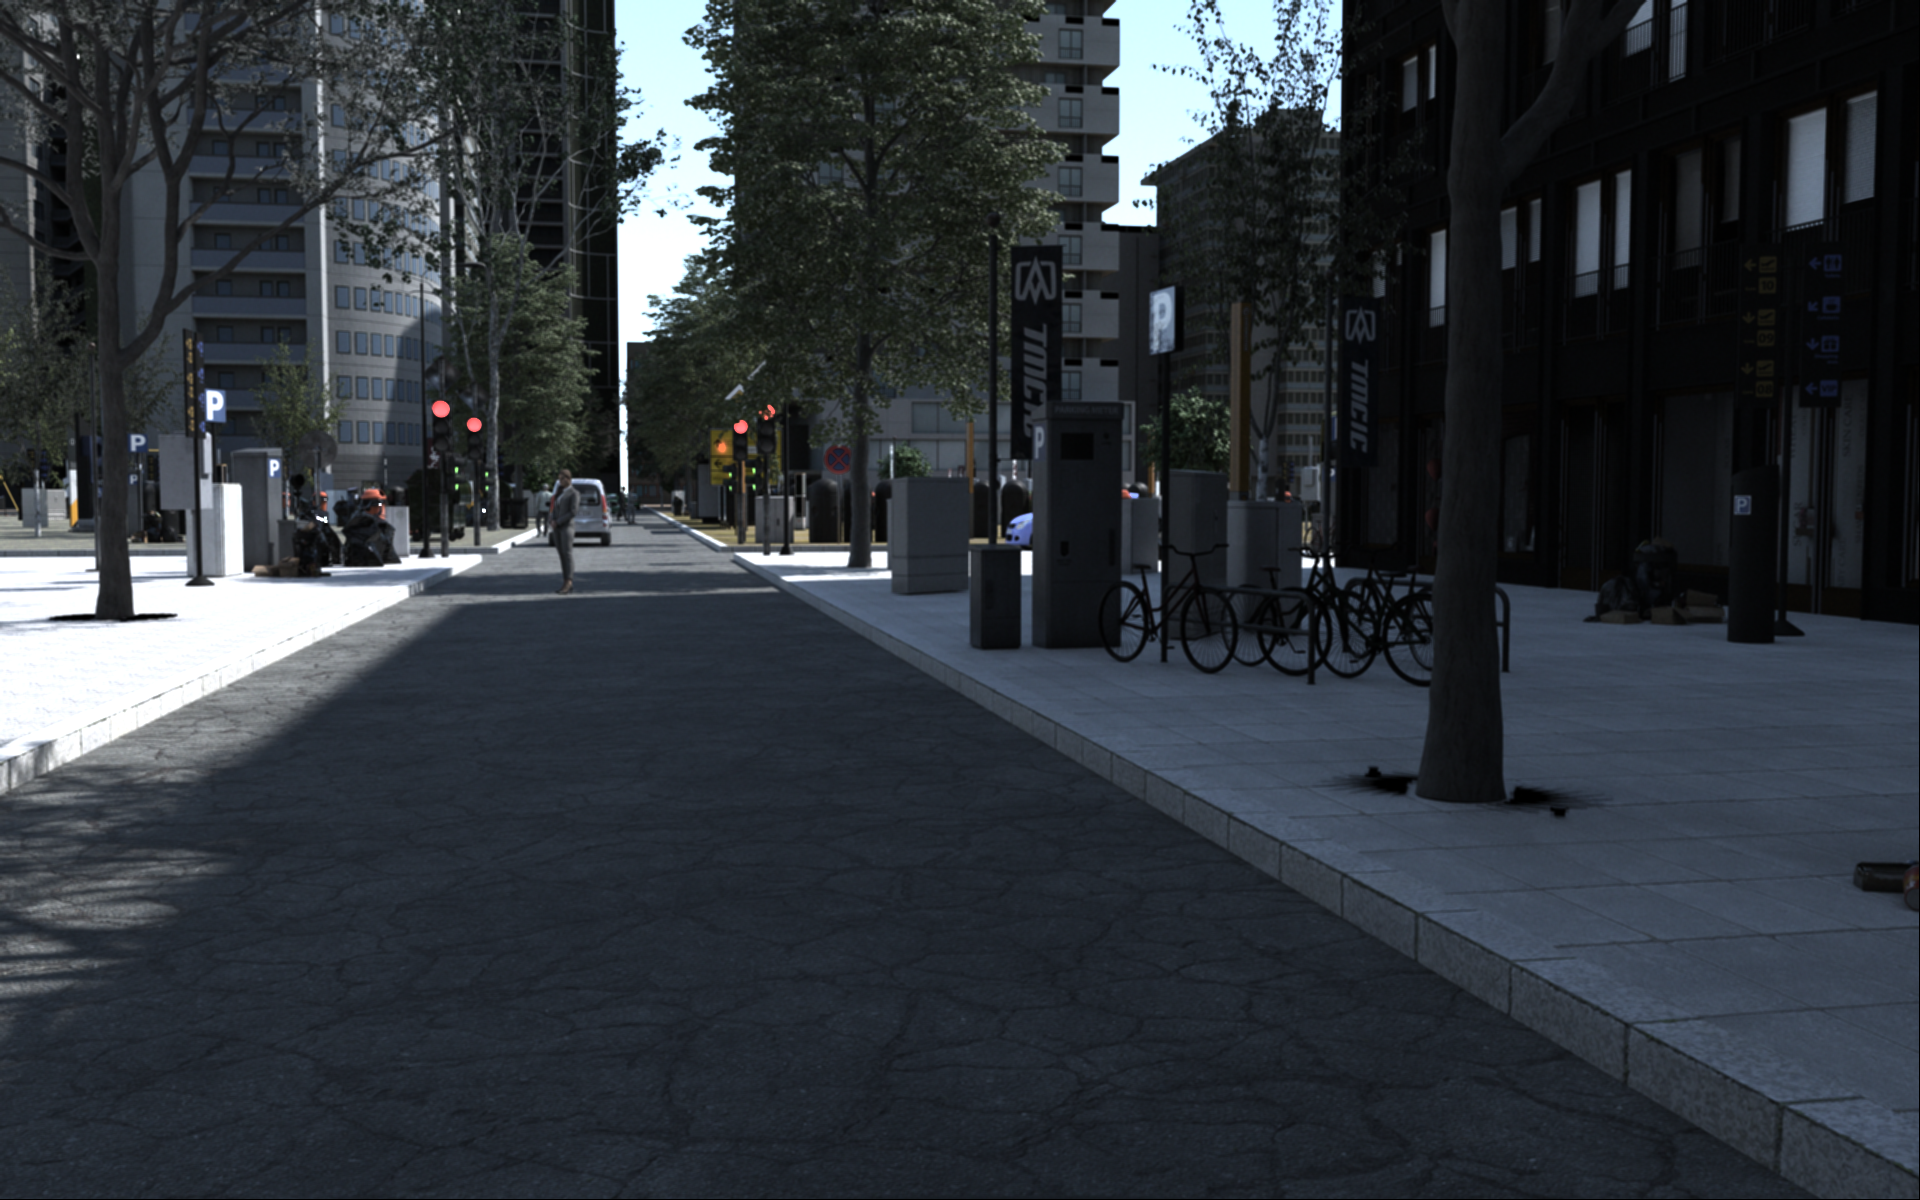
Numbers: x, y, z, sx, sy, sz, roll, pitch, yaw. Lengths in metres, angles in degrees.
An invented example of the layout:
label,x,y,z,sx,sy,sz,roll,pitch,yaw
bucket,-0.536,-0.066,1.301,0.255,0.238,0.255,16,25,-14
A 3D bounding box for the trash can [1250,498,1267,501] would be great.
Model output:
label,x,y,z,sx,sy,sz,roll,pitch,yaw
trash can,9.847,-2.817,57.715,0.748,1.137,0.748,0,3,0

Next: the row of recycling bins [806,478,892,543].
label,x,y,z,sx,sy,sz,roll,pitch,yaw
row of recycling bins,-2.287,-2.391,46.207,3.534,1.692,1.069,-2,4,-24

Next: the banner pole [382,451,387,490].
label,x,y,z,sx,sy,sz,roll,pitch,yaw
banner pole,-33.716,-6.825,101.601,0.401,3.779,0.863,0,4,-3

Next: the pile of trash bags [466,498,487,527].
label,x,y,z,sx,sy,sz,roll,pitch,yaw
pile of trash bags,-19.984,-3.591,68.472,3.447,1.369,1.912,1,4,21

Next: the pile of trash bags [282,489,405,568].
label,x,y,z,sx,sy,sz,roll,pitch,yaw
pile of trash bags,-11.169,-1.345,31.741,1.912,1.369,3.447,0,4,-3

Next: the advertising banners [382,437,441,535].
label,x,y,z,sx,sy,sz,roll,pitch,yaw
advertising banners,-16.978,-3.511,53.601,2.074,3.025,0.090,0,4,2

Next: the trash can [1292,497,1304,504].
label,x,y,z,sx,sy,sz,roll,pitch,yaw
trash can,19.036,-5.252,97.529,0.748,1.137,0.748,0,3,0

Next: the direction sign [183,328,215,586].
label,x,y,z,sx,sy,sz,roll,pitch,yaw
direction sign,-10.661,-1.969,24.189,0.379,3.537,0.876,-1,4,-9

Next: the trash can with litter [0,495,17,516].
label,x,y,z,sx,sy,sz,roll,pitch,yaw
trash can with litter,-55.868,-5.543,101.691,1.678,1.210,2.233,3,4,37

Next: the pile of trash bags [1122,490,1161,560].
label,x,y,z,sx,sy,sz,roll,pitch,yaw
pile of trash bags,3.240,-1.536,34.872,1.912,1.369,3.447,0,4,4

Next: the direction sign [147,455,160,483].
label,x,y,z,sx,sy,sz,roll,pitch,yaw
direction sign,-47.106,-6.695,101.453,0.876,3.537,0.379,0,4,-4

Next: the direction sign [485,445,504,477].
label,x,y,z,sx,sy,sz,roll,pitch,yaw
direction sign,-21.614,-5.414,80.520,0.876,3.537,0.379,0,4,6

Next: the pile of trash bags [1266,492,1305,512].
label,x,y,z,sx,sy,sz,roll,pitch,yaw
pile of trash bags,16.647,-4.623,85.344,3.447,1.369,1.912,0,3,0

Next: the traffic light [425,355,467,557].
label,x,y,z,sx,sy,sz,roll,pitch,yaw
traffic light,-10.413,-2.816,34.971,0.839,4.253,0.868,-1,4,-11

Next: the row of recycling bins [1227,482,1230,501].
label,x,y,z,sx,sy,sz,roll,pitch,yaw
row of recycling bins,8.980,-3.400,62.698,1.069,1.692,3.534,-2,4,-25

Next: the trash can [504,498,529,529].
label,x,y,z,sx,sy,sz,roll,pitch,yaw
trash can,-16.117,-3.162,63.345,0.748,1.137,0.748,0,3,0

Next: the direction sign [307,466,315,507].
label,x,y,z,sx,sy,sz,roll,pitch,yaw
direction sign,-31.424,-5.631,84.070,0.379,3.537,0.876,1,4,10

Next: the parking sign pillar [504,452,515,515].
label,x,y,z,sx,sy,sz,roll,pitch,yaw
parking sign pillar,-28.089,-7.232,106.718,1.447,3.967,1.447,-1,4,-18

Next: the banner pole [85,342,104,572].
label,x,y,z,sx,sy,sz,roll,pitch,yaw
banner pole,-14.288,-2.380,28.929,0.401,3.779,0.863,1,4,13

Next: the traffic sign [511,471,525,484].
label,x,y,z,sx,sy,sz,roll,pitch,yaw
traffic sign,-23.918,-5.730,93.784,0.768,2.556,0.104,0,4,-5

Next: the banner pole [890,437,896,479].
label,x,y,z,sx,sy,sz,roll,pitch,yaw
banner pole,-2.913,-5.211,75.218,0.401,3.779,0.863,1,4,16

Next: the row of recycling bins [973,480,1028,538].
label,x,y,z,sx,sy,sz,roll,pitch,yaw
row of recycling bins,1.194,-2.692,51.123,3.534,1.692,1.069,0,4,4

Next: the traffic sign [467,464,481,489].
label,x,y,z,sx,sy,sz,roll,pitch,yaw
traffic sign,-19.709,-4.333,70.852,0.884,2.594,0.081,0,4,-8

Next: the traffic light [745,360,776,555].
label,x,y,z,sx,sy,sz,roll,pitch,yaw
traffic light,-4.074,-2.893,36.221,0.839,4.253,0.868,-1,4,-11

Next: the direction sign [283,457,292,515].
label,x,y,z,sx,sy,sz,roll,pitch,yaw
direction sign,-40.968,-6.946,105.557,0.379,3.537,0.876,1,4,8

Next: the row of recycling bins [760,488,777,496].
label,x,y,z,sx,sy,sz,roll,pitch,yaw
row of recycling bins,-10.888,-6.133,107.383,3.534,1.692,1.069,1,4,19

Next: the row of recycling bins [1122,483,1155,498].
label,x,y,z,sx,sy,sz,roll,pitch,yaw
row of recycling bins,5.852,-3.440,63.351,1.069,1.692,3.534,-1,4,-22

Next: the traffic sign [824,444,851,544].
label,x,y,z,sx,sy,sz,roll,pitch,yaw
traffic sign,-3.118,-2.720,44.570,0.768,2.556,0.104,-1,4,-8

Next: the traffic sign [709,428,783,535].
label,x,y,z,sx,sy,sz,roll,pitch,yaw
traffic sign,-6.650,-3.669,53.866,2.265,3.308,0.079,-1,4,-9

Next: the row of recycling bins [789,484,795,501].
label,x,y,z,sx,sy,sz,roll,pitch,yaw
row of recycling bins,-5.528,-3.889,70.692,3.534,1.692,1.069,2,4,28

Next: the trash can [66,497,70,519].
label,x,y,z,sx,sy,sz,roll,pitch,yaw
trash can,-46.635,-4.802,90.169,0.748,1.137,0.748,0,3,0

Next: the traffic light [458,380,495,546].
label,x,y,z,sx,sy,sz,roll,pitch,yaw
traffic light,-11.945,-3.296,42.808,0.839,4.253,0.868,-1,4,-11

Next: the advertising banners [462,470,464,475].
label,x,y,z,sx,sy,sz,roll,pitch,yaw
advertising banners,-32.782,-7.123,112.652,2.074,3.025,0.090,3,5,42

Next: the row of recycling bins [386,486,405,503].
label,x,y,z,sx,sy,sz,roll,pitch,yaw
row of recycling bins,-29.240,-5.054,89.740,1.069,1.692,3.534,-1,4,-19

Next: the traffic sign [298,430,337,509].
label,x,y,z,sx,sy,sz,roll,pitch,yaw
traffic sign,-12.775,-2.101,34.460,0.768,2.556,0.104,0,4,-6

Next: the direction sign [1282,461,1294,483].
label,x,y,z,sx,sy,sz,roll,pitch,yaw
direction sign,22.517,-7.766,118.977,0.876,3.537,0.379,-1,4,-12

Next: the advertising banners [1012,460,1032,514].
label,x,y,z,sx,sy,sz,roll,pitch,yaw
advertising banners,2.194,-3.961,60.952,0.090,3.025,2.074,2,4,24

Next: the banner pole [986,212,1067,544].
label,x,y,z,sx,sy,sz,roll,pitch,yaw
banner pole,0.519,-1.556,15.453,0.863,3.779,0.401,1,4,13

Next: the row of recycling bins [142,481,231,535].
label,x,y,z,sx,sy,sz,roll,pitch,yaw
row of recycling bins,-24.643,-2.889,54.352,1.069,1.692,3.534,1,4,19

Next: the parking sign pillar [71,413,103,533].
label,x,y,z,sx,sy,sz,roll,pitch,yaw
parking sign pillar,-29.085,-4.259,58.112,1.447,3.967,1.447,0,4,3

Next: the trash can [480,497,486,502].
label,x,y,z,sx,sy,sz,roll,pitch,yaw
trash can,-21.652,-4.101,78.712,0.748,1.137,0.748,0,3,0

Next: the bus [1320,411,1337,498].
label,x,y,z,sx,sy,sz,roll,pitch,yaw
bus,15.481,-3.232,44.385,12.252,3.916,2.896,-1,4,-9

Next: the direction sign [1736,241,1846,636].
label,x,y,z,sx,sy,sz,roll,pitch,yaw
direction sign,7.492,-1.449,15.685,0.876,3.537,0.379,1,4,12

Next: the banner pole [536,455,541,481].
label,x,y,z,sx,sy,sz,roll,pitch,yaw
banner pole,-24.004,-6.646,98.679,0.401,3.779,0.863,0,4,6

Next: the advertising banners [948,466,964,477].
label,x,y,z,sx,sy,sz,roll,pitch,yaw
advertising banners,-0.496,-6.797,107.314,2.074,3.025,0.090,3,5,42

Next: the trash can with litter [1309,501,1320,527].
label,x,y,z,sx,sy,sz,roll,pitch,yaw
trash can with litter,13.674,-3.287,65.130,1.055,1.170,0.624,0,4,7

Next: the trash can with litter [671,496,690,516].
label,x,y,z,sx,sy,sz,roll,pitch,yaw
trash can with litter,-16.220,-5.470,100.818,1.055,1.170,0.624,-2,4,-30

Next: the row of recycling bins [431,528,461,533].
label,x,y,z,sx,sy,sz,roll,pitch,yaw
row of recycling bins,-17.245,-3.119,58.111,1.069,1.692,3.534,-1,4,-18

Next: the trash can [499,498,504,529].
label,x,y,z,sx,sy,sz,roll,pitch,yaw
trash can,-16.820,-3.226,64.403,0.748,1.137,0.748,0,3,0

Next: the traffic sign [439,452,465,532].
label,x,y,z,sx,sy,sz,roll,pitch,yaw
traffic sign,-15.365,-3.198,52.396,0.768,2.556,0.104,0,4,-5

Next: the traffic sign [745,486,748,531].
label,x,y,z,sx,sy,sz,roll,pitch,yaw
traffic sign,-7.365,-3.652,59.708,0.884,2.594,0.081,0,4,-4

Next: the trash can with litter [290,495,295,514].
label,x,y,z,sx,sy,sz,roll,pitch,yaw
trash can with litter,-42.504,-6.139,111.426,2.233,1.210,1.678,1,4,18

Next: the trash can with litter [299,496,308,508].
label,x,y,z,sx,sy,sz,roll,pitch,yaw
trash can with litter,-34.305,-4.868,90.984,1.055,1.170,0.624,1,4,9

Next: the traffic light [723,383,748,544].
label,x,y,z,sx,sy,sz,roll,pitch,yaw
traffic light,-5.606,-3.372,44.058,0.839,4.253,0.868,-1,4,-11

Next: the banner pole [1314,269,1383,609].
label,x,y,z,sx,sy,sz,roll,pitch,yaw
banner pole,4.337,-1.799,19.437,0.863,3.779,0.401,-1,4,-15

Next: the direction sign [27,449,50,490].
label,x,y,z,sx,sy,sz,roll,pitch,yaw
direction sign,-46.224,-5.800,86.825,0.876,3.537,0.379,-2,4,-29

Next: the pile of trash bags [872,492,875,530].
label,x,y,z,sx,sy,sz,roll,pitch,yaw
pile of trash bags,-2.539,-3.243,62.778,1.912,1.369,3.447,-3,4,-37
